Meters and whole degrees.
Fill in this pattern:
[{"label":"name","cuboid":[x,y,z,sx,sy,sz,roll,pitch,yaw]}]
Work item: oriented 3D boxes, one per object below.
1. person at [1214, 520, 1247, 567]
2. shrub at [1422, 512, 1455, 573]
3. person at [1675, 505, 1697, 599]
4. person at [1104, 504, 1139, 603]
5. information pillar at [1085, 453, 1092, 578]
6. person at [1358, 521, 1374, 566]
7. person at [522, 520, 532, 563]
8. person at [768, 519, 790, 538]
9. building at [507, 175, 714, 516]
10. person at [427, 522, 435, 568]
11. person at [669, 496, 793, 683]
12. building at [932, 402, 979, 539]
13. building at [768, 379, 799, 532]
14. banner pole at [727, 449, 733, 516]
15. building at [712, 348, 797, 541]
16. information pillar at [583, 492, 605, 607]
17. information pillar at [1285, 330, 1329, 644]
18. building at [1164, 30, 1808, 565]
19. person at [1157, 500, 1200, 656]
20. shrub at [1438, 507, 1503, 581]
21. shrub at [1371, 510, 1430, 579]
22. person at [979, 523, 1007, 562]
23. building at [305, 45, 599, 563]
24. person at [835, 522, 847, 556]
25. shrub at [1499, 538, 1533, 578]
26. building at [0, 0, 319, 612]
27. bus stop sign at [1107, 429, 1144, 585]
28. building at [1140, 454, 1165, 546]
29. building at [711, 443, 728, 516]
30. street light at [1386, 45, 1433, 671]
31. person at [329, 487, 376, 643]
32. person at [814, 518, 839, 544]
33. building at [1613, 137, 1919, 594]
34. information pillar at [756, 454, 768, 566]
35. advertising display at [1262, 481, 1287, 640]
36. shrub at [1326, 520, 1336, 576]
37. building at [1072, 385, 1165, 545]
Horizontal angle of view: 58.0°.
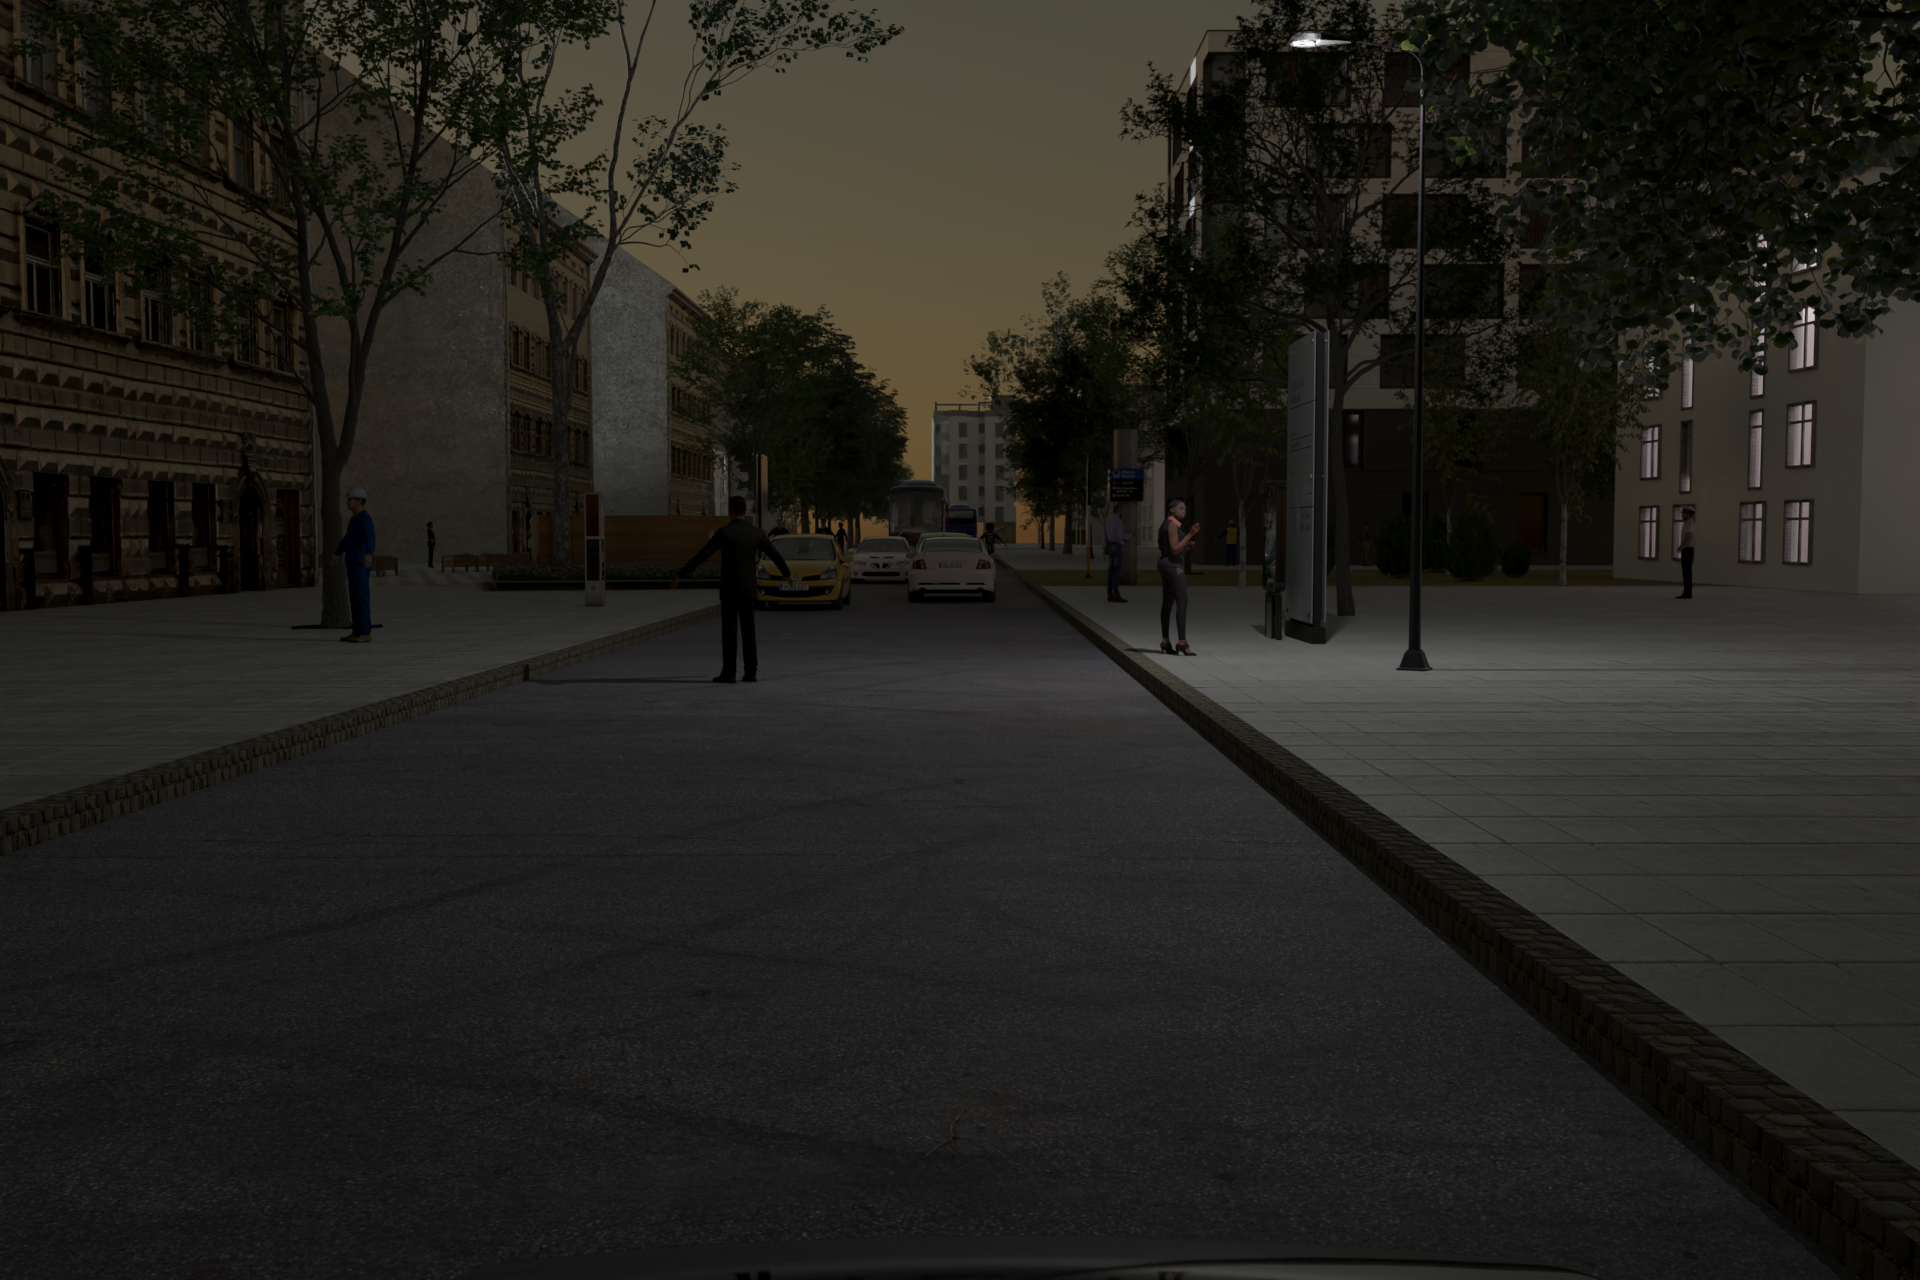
[{"label":"person","cuboid":[10.675,-3.809,68.241,1.349,1.833,0.705,-1,4,-9]},{"label":"shrub","cuboid":[15.806,-3.241,57.411,1.690,2.028,1.600,0,3,0]},{"label":"person","cuboid":[14.398,-1.747,34.360,0.704,1.855,1.343,2,4,27]},{"label":"person","cuboid":[3.044,-1.630,32.565,0.599,1.838,0.709,-2,4,-24]},{"label":"information pillar","cuboid":[3.731,-3.607,50.328,0.183,3.616,0.504,0,4,-1]},{"label":"person","cuboid":[16.321,-3.868,69.512,0.705,1.796,1.348,-1,4,-18]},{"label":"person","cuboid":[-13.084,-2.835,52.820,0.721,1.772,1.216,0,4,6]},{"label":"person","cuboid":[-6.348,-3.355,60.993,1.346,1.812,0.704,-1,4,-14]},{"label":"building","cuboid":[-27.024,-17.366,114.857,19.493,23.208,18.063,0,4,0]},{"label":"person","cuboid":[-19.844,-3.578,65.219,0.721,1.740,1.216,-1,4,-15]},{"label":"person","cuboid":[-2.161,-0.493,16.750,1.346,1.802,0.704,-3,4,-37]},{"label":"building","cuboid":[-3.547,-23.253,239.059,11.380,20.090,16.016,0,4,-1]},{"label":"building","cuboid":[-25.435,-21.370,205.827,16.016,20.090,11.380,0,4,0]},{"label":"banner pole","cuboid":[-6.822,-3.762,51.524,0.401,3.779,0.863,0,4,2]},{"label":"building","cuboid":[-28.324,-22.042,191.320,19.493,23.208,18.063,0,4,0]},{"label":"information pillar","cuboid":[-6.479,-1.604,30.711,0.304,2.012,0.304,0,4,0]},{"label":"information pillar","cuboid":[4.173,-1.807,20.868,0.184,3.620,1.656,0,4,0]},{"label":"building","cuboid":[23.965,-14.856,86.869,27.936,21.610,32.646,0,3,0]},{"label":"person","cuboid":[2.343,-0.665,18.389,0.593,1.643,0.415,3,5,41]},{"label":"shrub","cuboid":[13.859,-2.604,46.998,1.690,2.028,1.600,0,3,0]},{"label":"shrub","cuboid":[12.705,-2.786,49.979,1.690,2.028,1.600,0,3,0]},{"label":"person","cuboid":[1.055,-3.270,62.068,1.345,1.843,0.704,-1,4,-9]},{"label":"building","cuboid":[-29.225,-15.535,84.923,19.493,23.208,18.063,0,4,0]},{"label":"person","cuboid":[-5.266,-4.277,76.121,0.705,1.806,1.347,2,4,26]},{"label":"shrub","cuboid":[16.425,-2.450,51.167,1.383,1.207,1.383,0,3,0]},{"label":"building","cuboid":[-24.902,-12.326,32.466,19.493,23.208,18.063,0,4,0]},{"label":"bus stop sign","cuboid":[4.177,-3.350,43.787,0.837,3.901,0.837,0,4,0]},{"label":"building","cuboid":[24.759,-14.638,181.475,9.099,9.664,28.070,0,4,1]},{"label":"building","cuboid":[-26.655,-13.724,166.536,9.099,9.664,28.070,0,4,1]},{"label":"street light","cuboid":[4.830,-2.668,16.160,1.470,5.913,1.316,0,4,0]},{"label":"person","cuboid":[-7.169,-0.898,20.558,0.705,1.842,1.347,-3,4,-37]},{"label":"person","cuboid":[-4.762,-3.321,60.230,1.347,1.837,0.705,2,4,27]},{"label":"building","cuboid":[23.729,-5.798,36.952,9.099,9.664,28.070,0,4,0]},{"label":"information pillar","cuboid":[-5.905,-3.694,51.711,0.184,3.620,1.656,0,4,-1]},{"label":"advertising display","cuboid":[3.861,-0.984,21.302,0.123,1.923,0.974,0,4,0]},{"label":"shrub","cuboid":[9.879,-2.727,48.632,1.661,2.075,1.752,0,3,0]},{"label":"building","cuboid":[22.684,-21.220,213.405,16.747,18.905,31.486,0,4,0]}]
